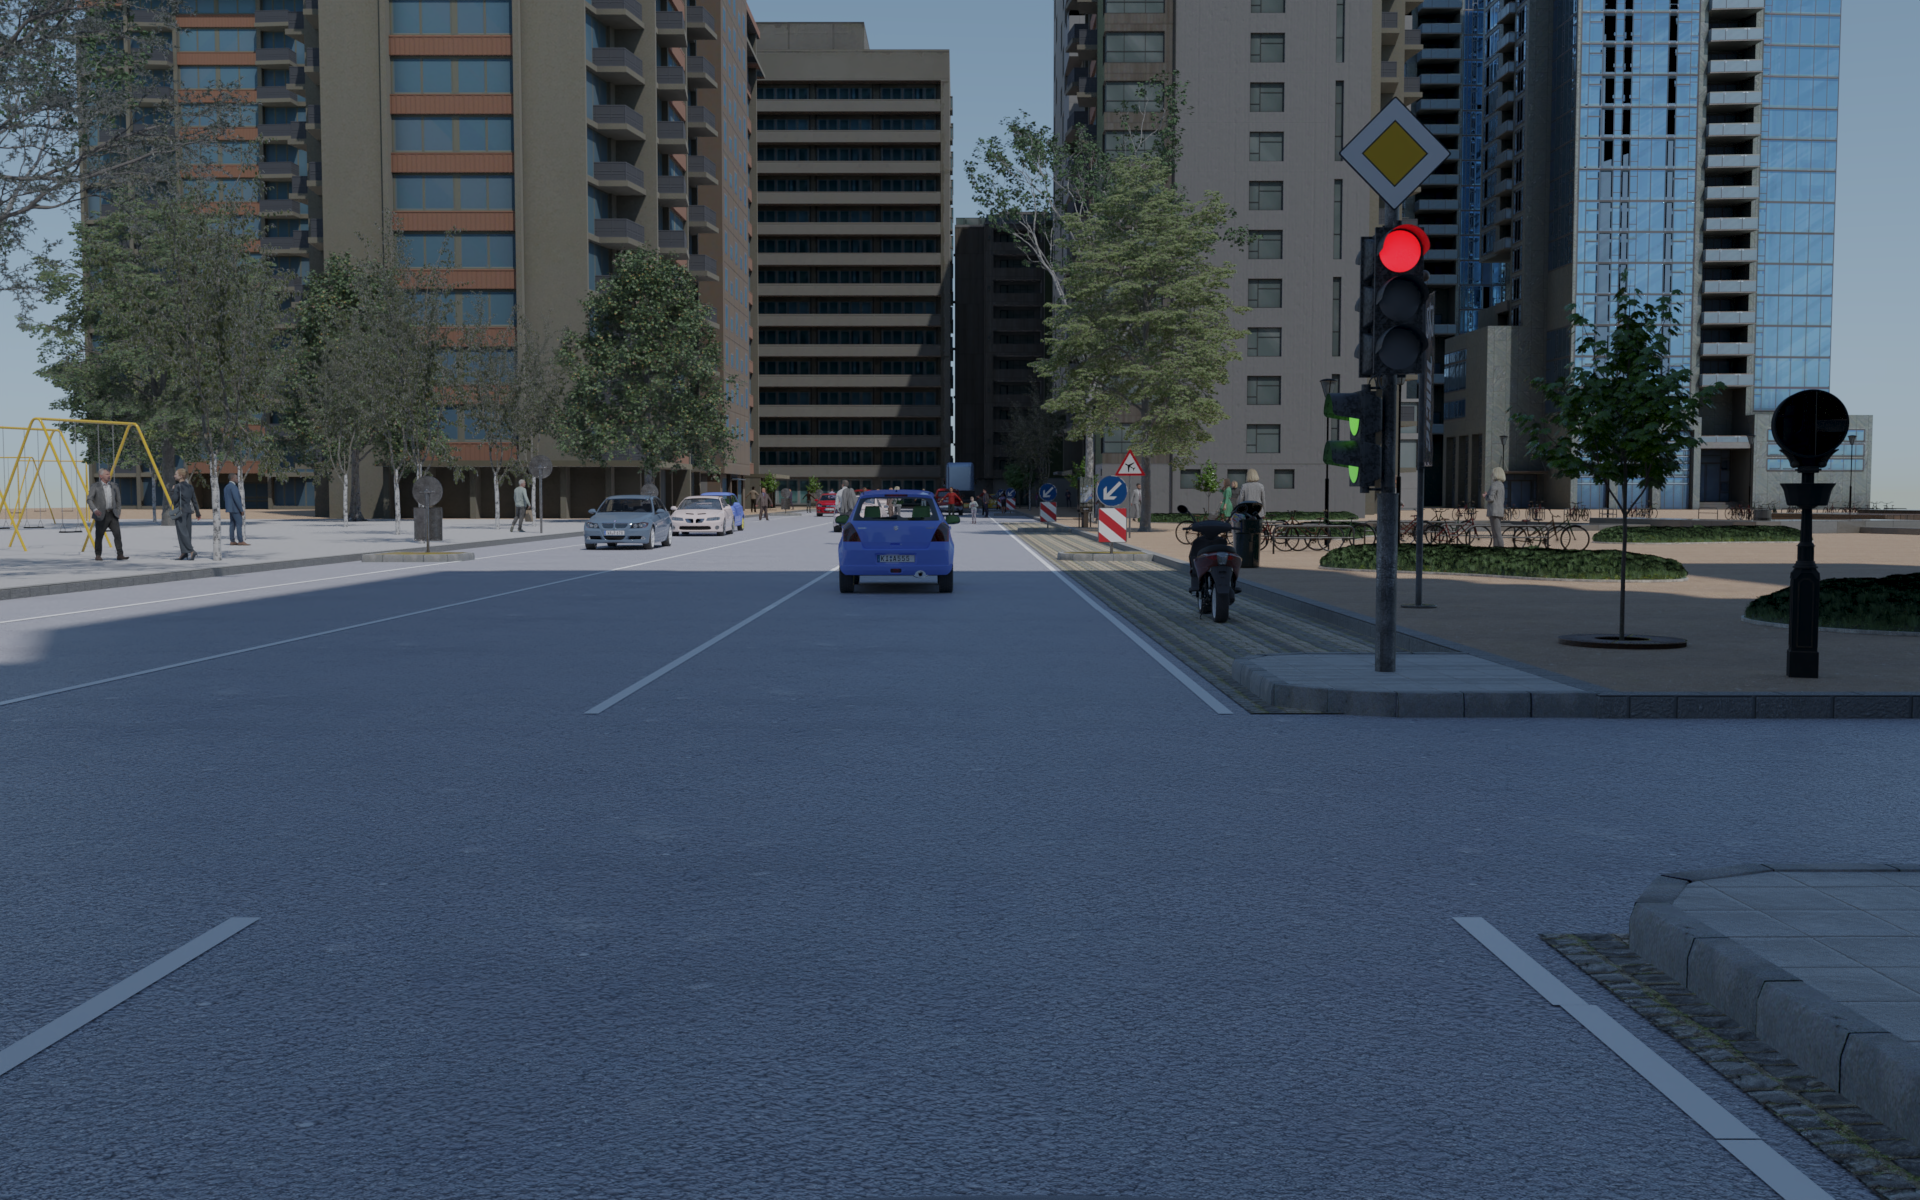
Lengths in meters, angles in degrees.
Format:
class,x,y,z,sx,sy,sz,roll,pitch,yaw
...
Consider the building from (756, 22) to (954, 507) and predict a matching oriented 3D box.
class,x,y,z,sx,sy,sz,roll,pitch,yaw
building,-11.518,-34.173,182.434,21.600,48.544,21.300,0,3,0

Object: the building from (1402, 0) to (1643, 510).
class,x,y,z,sx,sy,sz,roll,pitch,yaw
building,51.457,-53.169,181.991,31.000,86.520,22.319,0,3,0

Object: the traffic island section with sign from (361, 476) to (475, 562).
class,x,y,z,sx,sy,sz,roll,pitch,yaw
traffic island section with sign,-11.585,-1.754,37.300,1.989,1.847,2.006,0,3,0

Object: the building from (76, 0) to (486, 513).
class,x,y,z,sx,sy,sz,roll,pitch,yaw
building,-59.309,-30.336,150.622,28.867,44.769,22.147,0,3,0

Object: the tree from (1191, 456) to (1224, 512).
class,x,y,z,sx,sy,sz,roll,pitch,yaw
tree,12.615,-5.656,87.083,1.663,3.219,1.824,0,3,0

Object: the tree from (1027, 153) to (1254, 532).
class,x,y,z,sx,sy,sz,roll,pitch,yaw
tree,6.168,-8.601,58.752,7.486,12.596,7.792,0,3,0

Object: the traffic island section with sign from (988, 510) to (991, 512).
class,x,y,z,sx,sy,sz,roll,pitch,yaw
traffic island section with sign,3.255,-8.156,141.971,1.989,1.847,2.006,0,3,0

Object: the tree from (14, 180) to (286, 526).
class,x,y,z,sx,sy,sz,roll,pitch,yaw
tree,-32.012,-9.959,69.490,9.857,13.997,8.962,0,3,0

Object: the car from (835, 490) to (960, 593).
class,x,y,z,sx,sy,sz,roll,pitch,yaw
car,-0.955,-1.030,26.437,1.945,1.707,3.694,0,4,-2

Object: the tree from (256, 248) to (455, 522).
class,x,y,z,sx,sy,sz,roll,pitch,yaw
tree,-28.265,-10.029,80.981,9.611,12.733,9.660,0,3,0

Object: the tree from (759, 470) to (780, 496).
class,x,y,z,sx,sy,sz,roll,pitch,yaw
tree,-15.185,-8.727,137.284,1.663,3.219,1.824,0,3,0

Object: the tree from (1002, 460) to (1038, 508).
class,x,y,z,sx,sy,sz,roll,pitch,yaw
tree,5.422,-10.464,154.792,4.285,4.588,4.351,0,3,0

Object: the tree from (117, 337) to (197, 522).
class,x,y,z,sx,sy,sz,roll,pitch,yaw
tree,-36.570,-7.865,78.962,4.737,8.622,4.395,0,3,0

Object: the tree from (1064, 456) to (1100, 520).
class,x,y,z,sx,sy,sz,roll,pitch,yaw
tree,6.332,-5.679,87.458,1.663,3.219,1.824,0,3,0

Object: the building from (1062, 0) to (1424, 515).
class,x,y,z,sx,sy,sz,roll,pitch,yaw
building,18.582,-28.376,118.571,22.147,44.769,28.867,0,3,0

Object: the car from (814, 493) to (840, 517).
class,x,y,z,sx,sy,sz,roll,pitch,yaw
car,-8.209,-6.226,110.833,2.155,1.783,4.494,0,4,-1

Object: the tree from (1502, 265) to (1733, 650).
class,x,y,z,sx,sy,sz,roll,pitch,yaw
tree,5.696,-1.236,14.818,1.663,3.219,1.824,0,3,0

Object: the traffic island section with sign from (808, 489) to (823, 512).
class,x,y,z,sx,sy,sz,roll,pitch,yaw
traffic island section with sign,-11.471,-8.148,141.844,1.989,1.847,2.006,0,3,0

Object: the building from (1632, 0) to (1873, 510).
class,x,y,z,sx,sy,sz,roll,pitch,yaw
building,60.237,-51.145,148.886,31.000,86.520,22.319,0,3,0

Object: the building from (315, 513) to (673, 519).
class,x,y,z,sx,sy,sz,roll,pitch,yaw
building,-26.308,-27.350,101.794,22.147,44.769,28.867,0,3,0

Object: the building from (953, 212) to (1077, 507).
class,x,y,z,sx,sy,sz,roll,pitch,yaw
building,6.333,-24.969,179.944,14.107,30.474,14.160,0,3,0

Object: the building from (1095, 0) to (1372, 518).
class,x,y,z,sx,sy,sz,roll,pitch,yaw
building,14.504,-19.898,97.025,14.160,30.474,14.107,0,3,0

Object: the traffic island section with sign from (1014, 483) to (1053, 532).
class,x,y,z,sx,sy,sz,roll,pitch,yaw
traffic island section with sign,3.168,-3.458,65.165,1.989,1.847,2.006,0,3,0

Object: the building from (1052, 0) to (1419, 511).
class,x,y,z,sx,sy,sz,roll,pitch,yaw
building,21.949,-34.093,146.666,28.713,52.752,27.495,0,3,0

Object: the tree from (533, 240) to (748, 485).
class,x,y,z,sx,sy,sz,roll,pitch,yaw
tree,-14.229,-9.874,78.446,9.611,12.733,9.660,0,3,0

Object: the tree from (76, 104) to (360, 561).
class,x,y,z,sx,sy,sz,roll,pitch,yaw
tree,-14.307,-5.048,32.905,4.360,8.622,3.978,0,3,0

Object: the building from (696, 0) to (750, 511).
class,x,y,z,sx,sy,sz,roll,pitch,yaw
building,-22.930,-28.974,123.837,14.600,45.320,14.200,0,3,0

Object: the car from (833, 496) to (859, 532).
class,x,y,z,sx,sy,sz,roll,pitch,yaw
car,-3.802,-3.301,66.329,2.083,1.381,4.827,0,4,1

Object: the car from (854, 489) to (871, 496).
class,x,y,z,sx,sy,sz,roll,pitch,yaw
car,-8.111,-8.315,144.624,2.281,1.827,5.304,0,4,2

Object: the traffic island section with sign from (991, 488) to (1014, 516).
class,x,y,z,sx,sy,sz,roll,pitch,yaw
traffic island section with sign,3.228,-6.494,114.812,1.989,1.847,2.006,0,3,0

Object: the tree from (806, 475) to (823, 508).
class,x,y,z,sx,sy,sz,roll,pitch,yaw
tree,-13.871,-10.279,162.664,1.663,3.219,1.824,0,3,0

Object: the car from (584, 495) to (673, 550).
class,x,y,z,sx,sy,sz,roll,pitch,yaw
car,-8.784,-2.089,46.160,2.014,1.417,4.499,0,4,0

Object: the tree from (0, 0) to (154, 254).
class,x,y,z,sx,sy,sz,roll,pitch,yaw
tree,-33.195,-12.162,54.738,12.611,20.169,13.585,0,3,0

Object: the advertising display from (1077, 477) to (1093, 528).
class,x,y,z,sx,sy,sz,roll,pitch,yaw
advertising display,4.794,-3.745,66.442,0.123,1.923,0.974,2,4,35

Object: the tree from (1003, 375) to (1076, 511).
class,x,y,z,sx,sy,sz,roll,pitch,yaw
tree,4.956,-9.415,104.305,4.360,8.622,3.978,0,3,0

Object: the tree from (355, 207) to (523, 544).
class,x,y,z,sx,sy,sz,roll,pitch,yaw
tree,-13.932,-5.750,44.378,4.360,8.622,3.978,0,3,0

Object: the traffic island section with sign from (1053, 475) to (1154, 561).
class,x,y,z,sx,sy,sz,roll,pitch,yaw
traffic island section with sign,3.137,-1.777,37.690,1.989,1.847,2.006,0,3,0

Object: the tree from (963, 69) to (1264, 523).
class,x,y,z,sx,sy,sz,roll,pitch,yaw
tree,7.124,-13.510,76.781,12.611,20.169,13.585,0,3,0

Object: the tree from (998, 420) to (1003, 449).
class,x,y,z,sx,sy,sz,roll,pitch,yaw
tree,5.133,-11.170,132.990,4.360,8.622,3.978,0,3,0

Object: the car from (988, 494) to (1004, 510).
class,x,y,z,sx,sy,sz,roll,pitch,yaw
car,3.059,-8.547,149.959,2.015,1.641,3.980,0,4,0

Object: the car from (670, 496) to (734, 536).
class,x,y,z,sx,sy,sz,roll,pitch,yaw
car,-8.984,-2.945,60.513,2.083,1.381,4.827,0,4,-2

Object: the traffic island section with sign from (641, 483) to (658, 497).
class,x,y,z,sx,sy,sz,roll,pitch,yaw
traffic island section with sign,-11.546,-3.402,64.255,1.989,1.847,2.006,0,3,0

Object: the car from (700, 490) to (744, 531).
class,x,y,z,sx,sy,sz,roll,pitch,yaw
car,-9.317,-3.465,66.245,1.945,1.707,3.694,0,4,1

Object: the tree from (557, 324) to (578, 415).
class,x,y,z,sx,sy,sz,roll,pitch,yaw
tree,-17.071,-7.224,68.477,4.360,8.622,3.978,0,3,0

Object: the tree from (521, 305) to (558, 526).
class,x,y,z,sx,sy,sz,roll,pitch,yaw
tree,-16.737,-6.854,62.426,4.360,8.622,3.978,0,3,0

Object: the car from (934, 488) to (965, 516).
class,x,y,z,sx,sy,sz,roll,pitch,yaw
car,-0.805,-6.616,116.840,2.281,1.827,5.304,0,4,0

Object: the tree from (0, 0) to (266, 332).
class,x,y,z,sx,sy,sz,roll,pitch,yaw
tree,-15.181,-6.942,23.869,12.009,13.543,11.850,0,3,0

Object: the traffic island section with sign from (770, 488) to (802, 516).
class,x,y,z,sx,sy,sz,roll,pitch,yaw
traffic island section with sign,-11.503,-6.478,114.540,1.989,1.847,2.006,0,3,0

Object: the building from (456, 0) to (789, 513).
class,x,y,z,sx,sy,sz,roll,pitch,yaw
building,-30.397,-30.307,150.148,28.867,44.769,22.147,0,3,0
